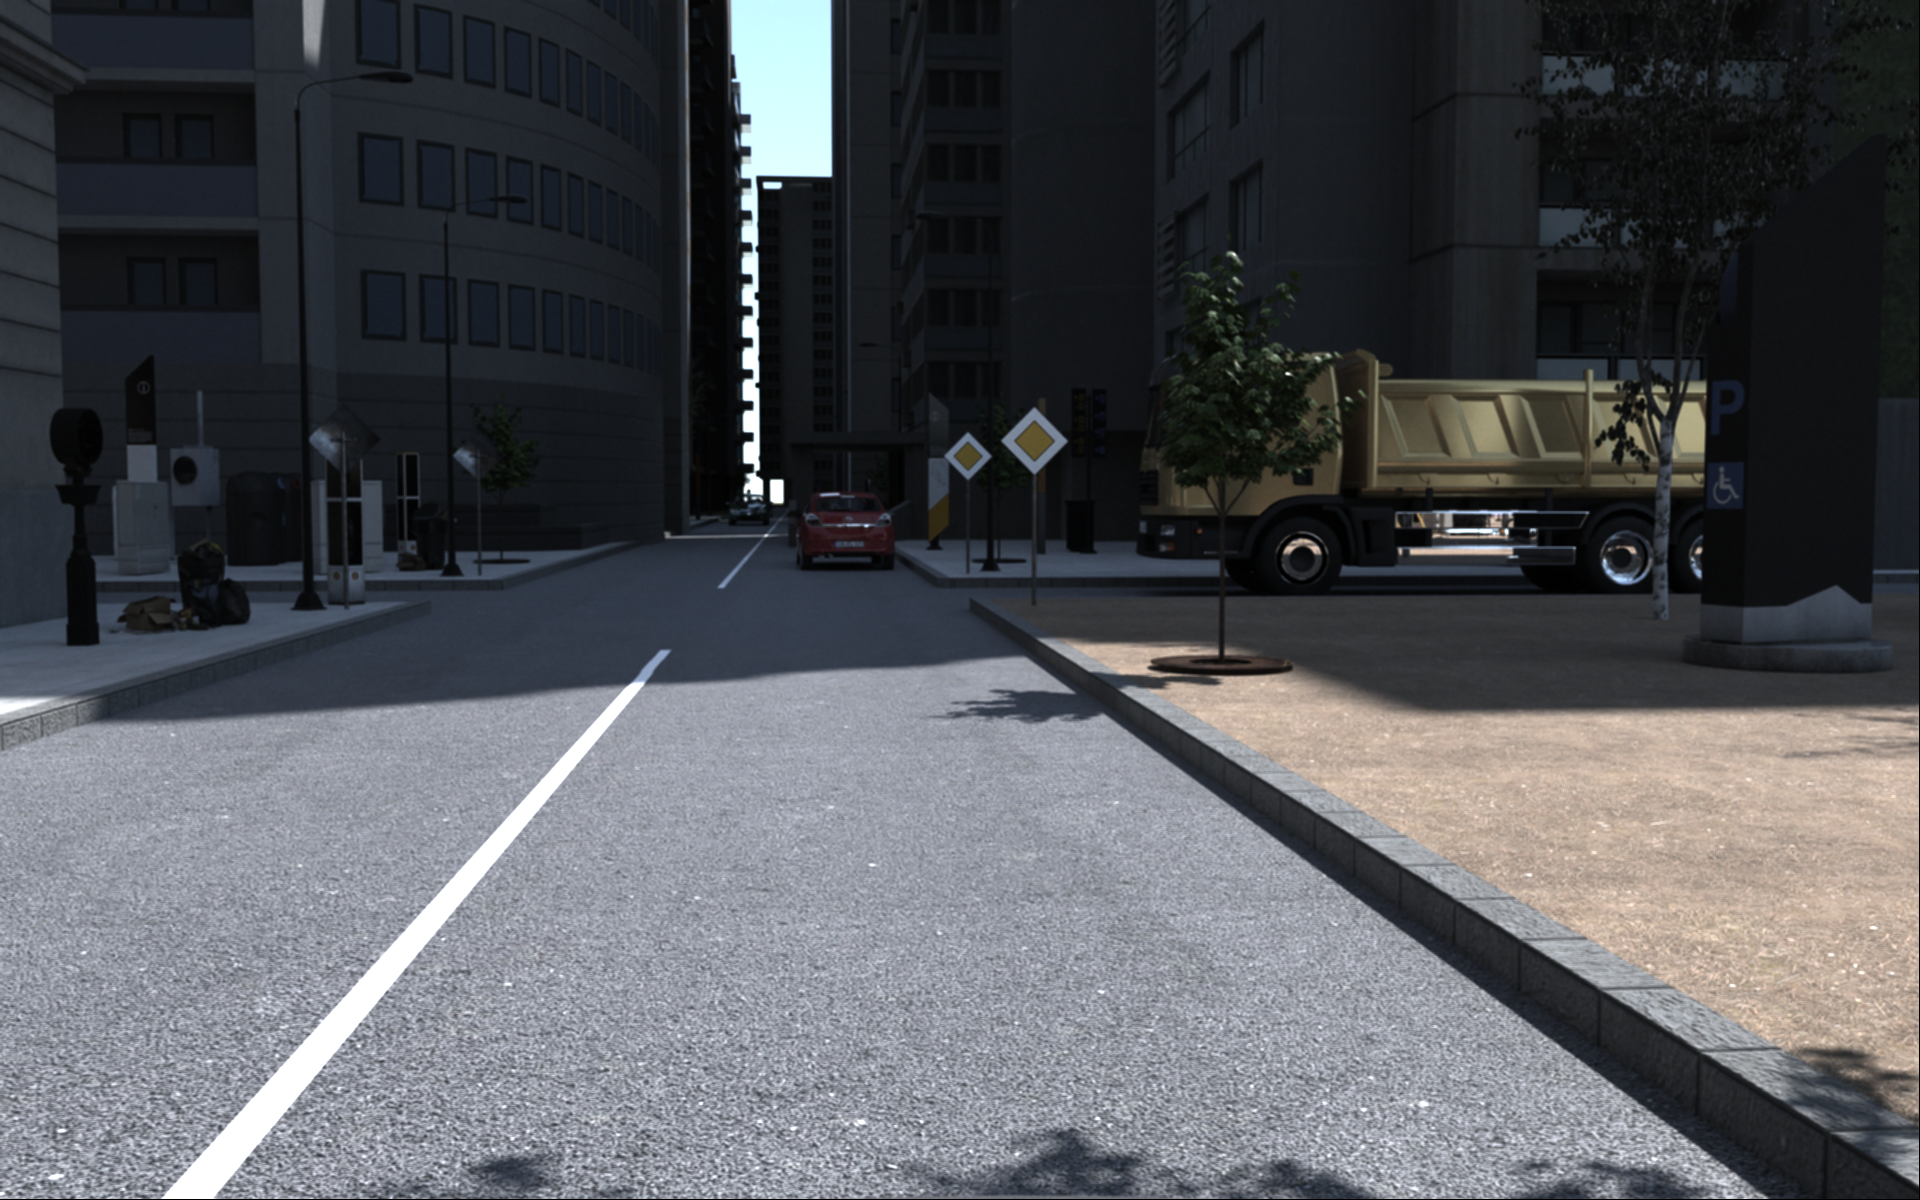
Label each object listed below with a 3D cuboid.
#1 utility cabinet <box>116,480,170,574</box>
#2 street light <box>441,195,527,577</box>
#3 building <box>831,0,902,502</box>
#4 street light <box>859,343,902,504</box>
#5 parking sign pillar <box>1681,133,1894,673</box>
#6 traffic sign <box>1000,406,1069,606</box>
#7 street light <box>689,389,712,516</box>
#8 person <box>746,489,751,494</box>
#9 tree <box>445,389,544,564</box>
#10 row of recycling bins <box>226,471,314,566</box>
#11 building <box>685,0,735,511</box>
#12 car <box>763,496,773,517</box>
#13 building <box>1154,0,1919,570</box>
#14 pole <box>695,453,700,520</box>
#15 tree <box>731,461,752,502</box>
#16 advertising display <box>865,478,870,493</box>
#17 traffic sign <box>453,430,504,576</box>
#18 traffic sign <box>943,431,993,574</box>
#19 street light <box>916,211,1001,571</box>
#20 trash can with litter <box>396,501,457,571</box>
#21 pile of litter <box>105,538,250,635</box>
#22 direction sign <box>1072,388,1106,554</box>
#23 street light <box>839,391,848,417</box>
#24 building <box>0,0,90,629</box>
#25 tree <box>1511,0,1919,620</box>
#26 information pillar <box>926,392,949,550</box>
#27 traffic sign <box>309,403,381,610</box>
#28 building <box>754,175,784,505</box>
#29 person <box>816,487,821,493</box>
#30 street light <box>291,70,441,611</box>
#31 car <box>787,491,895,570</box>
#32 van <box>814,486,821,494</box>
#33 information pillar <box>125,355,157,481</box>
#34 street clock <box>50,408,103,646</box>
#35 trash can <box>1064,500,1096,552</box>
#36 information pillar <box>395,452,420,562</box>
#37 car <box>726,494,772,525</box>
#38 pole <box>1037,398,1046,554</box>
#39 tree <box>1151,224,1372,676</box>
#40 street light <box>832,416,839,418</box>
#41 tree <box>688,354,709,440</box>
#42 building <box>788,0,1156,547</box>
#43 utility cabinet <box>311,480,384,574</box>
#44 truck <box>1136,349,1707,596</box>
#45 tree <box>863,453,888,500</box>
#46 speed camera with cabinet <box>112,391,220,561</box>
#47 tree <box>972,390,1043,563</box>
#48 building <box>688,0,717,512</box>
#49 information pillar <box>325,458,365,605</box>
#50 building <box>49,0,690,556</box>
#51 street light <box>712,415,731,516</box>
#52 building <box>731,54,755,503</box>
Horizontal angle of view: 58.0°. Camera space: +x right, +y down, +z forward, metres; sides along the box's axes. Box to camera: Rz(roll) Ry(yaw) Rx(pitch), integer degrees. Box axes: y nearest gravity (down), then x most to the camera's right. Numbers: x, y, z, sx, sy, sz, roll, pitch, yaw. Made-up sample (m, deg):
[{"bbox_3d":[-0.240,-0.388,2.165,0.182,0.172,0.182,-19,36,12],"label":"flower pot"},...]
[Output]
[{"bbox_3d":[-13.067,-1.167,27.752,0.318,1.500,1.173,0,4,-1],"label":"utility cabinet"},{"bbox_3d":[-7.414,-3.330,26.979,1.470,5.913,1.316,0,4,-5],"label":"street light"},{"bbox_3d":[-1.661,-38.071,164.455,21.231,58.520,28.212,0,4,-5],"label":"building"},{"bbox_3d":[-2.384,-4.940,53.317,1.470,5.913,1.316,0,4,-5],"label":"street light"},{"bbox_3d":[6.236,-1.499,12.974,1.447,3.967,1.447,-1,4,-22],"label":"parking sign pillar"},{"bbox_3d":[0.849,-0.993,19.871,0.795,2.450,0.064,0,4,-5],"label":"traffic sign"},{"bbox_3d":[-11.875,-6.362,76.559,1.470,5.913,1.316,0,4,-5],"label":"street light"},{"bbox_3d":[-12.535,-5.774,103.693,0.721,1.735,1.217,-1,4,-14],"label":"person"},{"bbox_3d":[-8.473,-2.296,32.138,1.663,3.219,1.824,0,3,0],"label":"tree"},{"bbox_3d":[-12.884,-1.547,32.412,1.069,1.692,3.534,0,4,-6],"label":"row of recycling bins"},{"bbox_3d":[-25.110,-29.745,136.448,14.600,45.320,14.200,0,4,-5],"label":"building"},{"bbox_3d":[-12.574,-5.831,107.919,1.945,1.354,3.894,0,4,-3],"label":"car"},{"bbox_3d":[12.145,-21.473,34.686,14.086,41.232,14.154,0,4,-5],"label":"building"},{"bbox_3d":[-13.005,-5.631,85.913,0.158,3.312,0.155,0,3,0],"label":"pole"},{"bbox_3d":[-19.972,-10.263,151.507,4.285,4.588,4.351,0,3,0],"label":"tree"},{"bbox_3d":[-3.635,-3.855,68.251,0.123,1.923,0.974,0,4,1],"label":"advertising display"},{"bbox_3d":[-7.539,-1.438,27.150,0.795,2.450,0.064,0,4,-5],"label":"traffic sign"},{"bbox_3d":[0.126,-1.479,27.824,0.795,2.450,0.064,0,4,-5],"label":"traffic sign"},{"bbox_3d":[-0.032,-3.434,28.681,1.470,5.913,1.316,0,4,-5],"label":"street light"},{"bbox_3d":[-8.997,-1.086,29.148,0.624,1.170,1.055,1,4,15],"label":"trash can with litter"},{"bbox_3d":[-7.554,-0.166,16.673,1.176,0.858,1.719,1,4,20],"label":"pile of litter"},{"bbox_3d":[2.775,-2.771,37.305,0.876,3.537,0.379,-2,4,-30],"label":"direction sign"},{"bbox_3d":[-4.578,-6.448,77.967,1.470,5.913,1.316,0,4,-5],"label":"street light"},{"bbox_3d":[-19.840,-13.639,10.383,23.554,28.519,14.401,0,4,-5],"label":"building"},{"bbox_3d":[7.400,-4.111,17.584,4.360,8.622,3.978,0,3,0],"label":"tree"},{"bbox_3d":[-0.507,-2.961,39.770,0.504,3.616,0.183,-1,4,-14],"label":"information pillar"},{"bbox_3d":[-6.816,-0.951,19.197,0.795,2.450,0.064,0,4,-5],"label":"traffic sign"},{"bbox_3d":[-11.650,-31.151,201.196,23.993,40.220,32.217,0,4,-5],"label":"building"},{"bbox_3d":[-7.863,-5.340,95.912,0.694,1.812,0.767,1,4,12],"label":"person"},{"bbox_3d":[-6.691,-2.847,19.093,1.470,5.913,1.316,0,4,-5],"label":"street light"},{"bbox_3d":[-2.311,-1.537,34.168,2.155,1.783,4.494,0,4,-7],"label":"car"},{"bbox_3d":[-11.510,-7.799,131.892,2.240,2.365,5.245,0,4,-7],"label":"van"},{"bbox_3d":[-13.776,-2.315,29.202,0.504,3.616,0.183,0,4,4],"label":"information pillar"},{"bbox_3d":[-7.456,-0.618,14.668,0.358,2.002,0.471,0,4,-1],"label":"street clock"},{"bbox_3d":[2.670,-1.641,38.476,0.748,1.137,0.748,0,3,0],"label":"trash can"},{"bbox_3d":[-9.781,-1.604,30.721,0.304,2.012,0.304,-3,5,-44],"label":"information pillar"},{"bbox_3d":[-9.832,-4.222,80.820,2.131,1.459,4.920,0,4,-5],"label":"car"},{"bbox_3d":[1.730,-2.633,36.886,0.158,3.312,0.155,0,3,0],"label":"pole"},{"bbox_3d":[1.864,-1.096,12.526,1.663,3.219,1.824,0,3,0],"label":"tree"},{"bbox_3d":[-6.874,-7.955,102.609,1.470,5.913,1.316,0,4,-5],"label":"street light"},{"bbox_3d":[-12.737,-7.474,72.555,4.737,8.622,4.395,0,3,0],"label":"tree"},{"bbox_3d":[10.782,-22.142,53.911,32.217,40.220,23.993,0,4,-5],"label":"building"},{"bbox_3d":[-9.900,-1.176,27.914,0.318,1.500,1.173,2,4,35],"label":"utility cabinet"},{"bbox_3d":[6.631,-1.752,24.565,9.791,3.379,3.469,0,4,-4],"label":"truck"},{"bbox_3d":[-2.933,-4.660,70.795,1.663,3.219,1.824,0,3,0],"label":"tree"},{"bbox_3d":[-15.284,-2.383,33.296,2.038,3.252,0.660,1,4,16],"label":"speed camera with cabinet"},{"bbox_3d":[0.751,-2.309,32.360,1.663,3.219,1.824,0,3,0],"label":"tree"},{"bbox_3d":[-27.796,-28.135,114.640,22.147,44.769,28.867,0,4,-5],"label":"building"},{"bbox_3d":[-7.131,-0.953,20.074,0.304,2.012,0.304,2,4,27],"label":"information pillar"},{"bbox_3d":[-19.285,-30.956,48.123,21.231,58.520,28.212,0,4,-5],"label":"building"},{"bbox_3d":[-14.087,-7.870,101.208,1.470,5.913,1.316,0,4,-5],"label":"street light"},{"bbox_3d":[-38.538,-35.171,194.650,30.456,49.044,23.786,0,4,-5],"label":"building"}]
